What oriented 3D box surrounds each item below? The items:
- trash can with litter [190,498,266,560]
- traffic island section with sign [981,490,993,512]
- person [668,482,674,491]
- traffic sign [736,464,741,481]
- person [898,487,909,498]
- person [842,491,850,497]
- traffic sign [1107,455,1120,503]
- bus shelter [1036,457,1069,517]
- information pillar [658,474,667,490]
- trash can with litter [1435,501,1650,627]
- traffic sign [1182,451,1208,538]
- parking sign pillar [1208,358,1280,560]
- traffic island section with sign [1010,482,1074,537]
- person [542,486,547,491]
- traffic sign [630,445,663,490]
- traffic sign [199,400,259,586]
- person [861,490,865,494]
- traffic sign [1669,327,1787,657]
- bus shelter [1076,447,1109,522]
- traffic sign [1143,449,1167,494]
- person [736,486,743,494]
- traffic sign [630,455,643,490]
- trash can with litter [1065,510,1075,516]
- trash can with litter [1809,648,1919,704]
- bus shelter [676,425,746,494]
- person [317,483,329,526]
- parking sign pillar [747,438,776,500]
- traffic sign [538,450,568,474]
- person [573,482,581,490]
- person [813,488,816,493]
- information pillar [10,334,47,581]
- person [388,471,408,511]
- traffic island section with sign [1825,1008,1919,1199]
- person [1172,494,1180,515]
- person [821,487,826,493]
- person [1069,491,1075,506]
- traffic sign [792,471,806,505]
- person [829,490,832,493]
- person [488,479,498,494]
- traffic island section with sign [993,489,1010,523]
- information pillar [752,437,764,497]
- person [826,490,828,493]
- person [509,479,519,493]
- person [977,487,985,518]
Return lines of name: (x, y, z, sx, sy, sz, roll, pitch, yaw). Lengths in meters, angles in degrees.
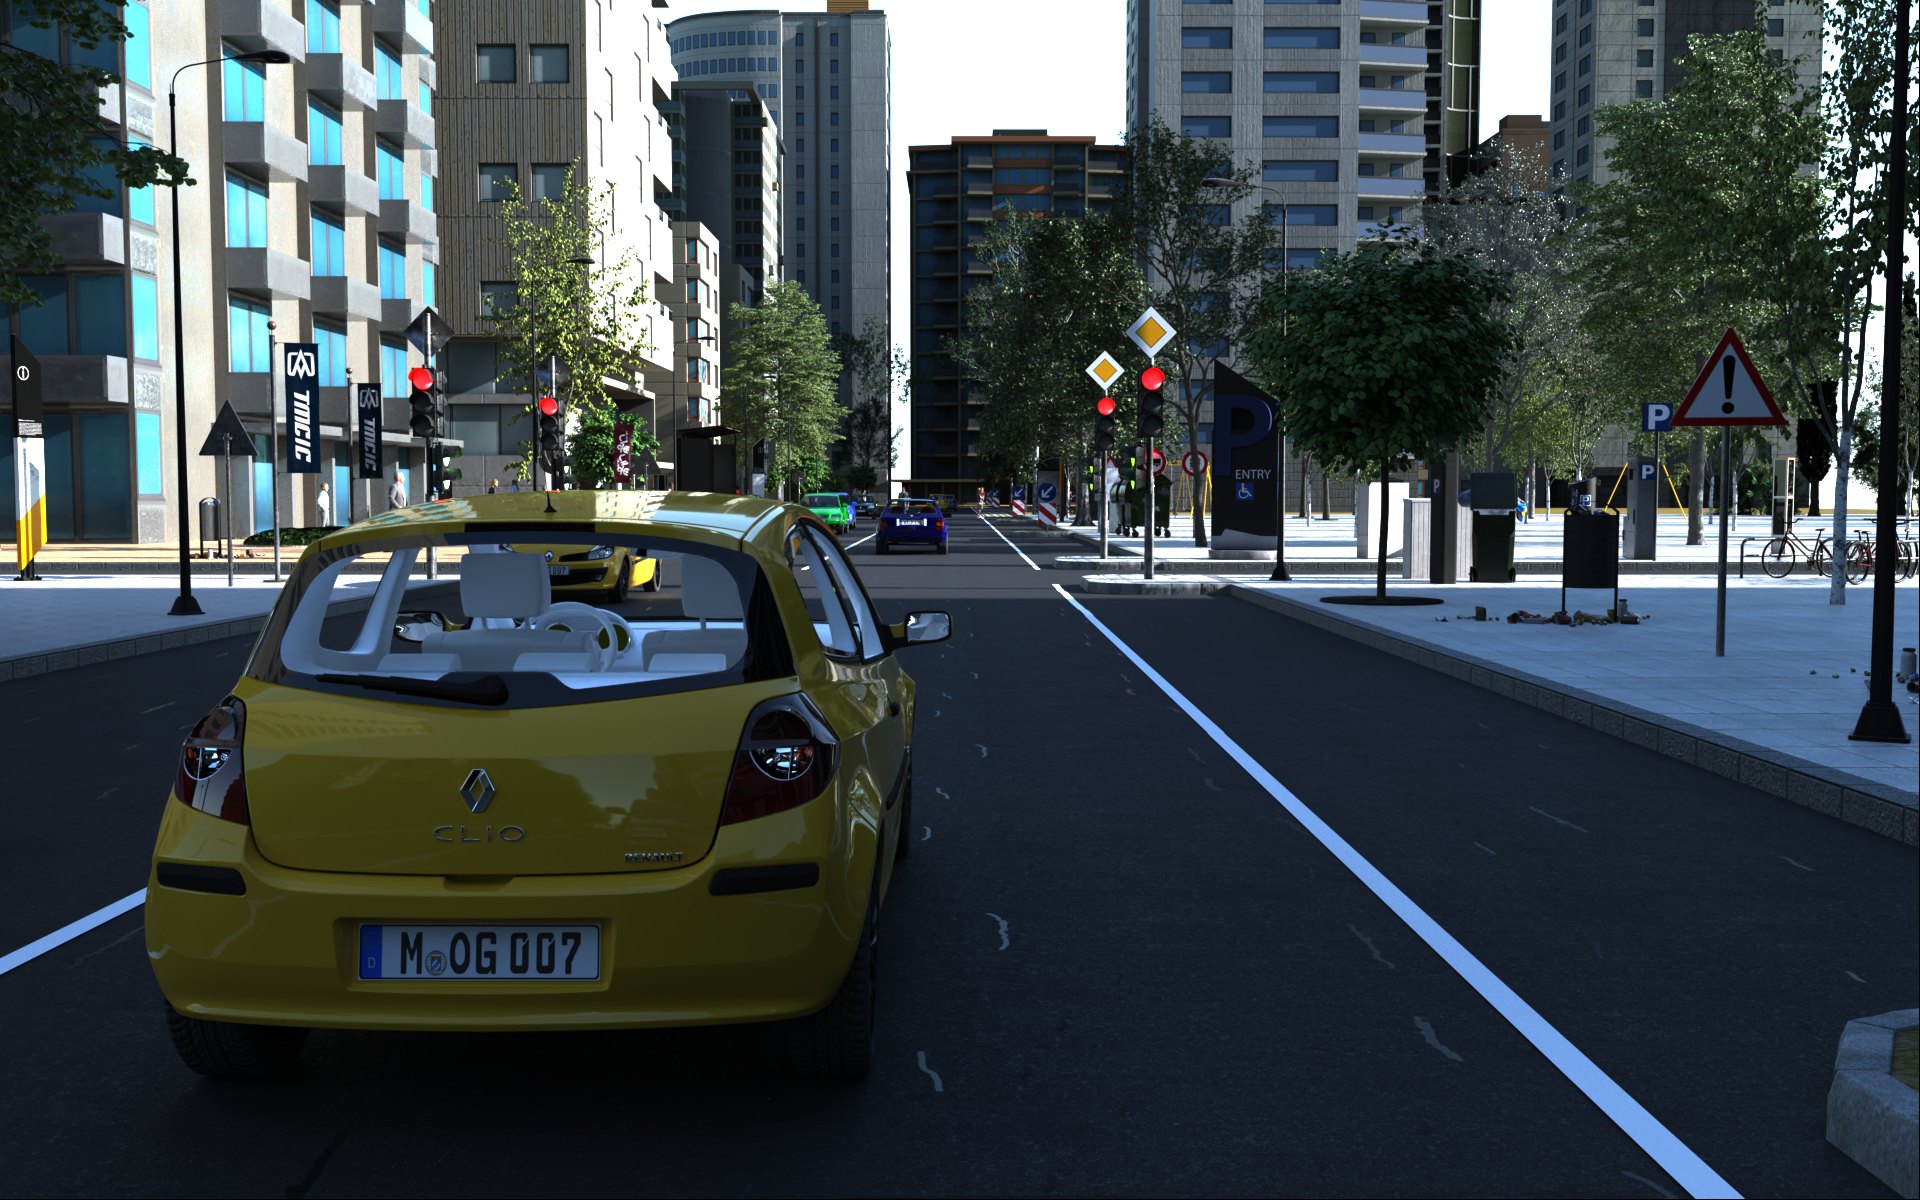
trash can with litter: (-14.795, -1.467, 35.035, 1.678, 1.210, 2.233, 1, 4, 18)
traffic island section with sign: (2.671, -7.794, 136.054, 1.989, 1.847, 2.006, 0, 3, 0)
person: (-13.475, -4.565, 80.682, 0.388, 1.821, 0.555, 1, 4, 21)
traffic sign: (-9.333, -4.332, 70.930, 0.768, 2.556, 0.104, 1, 4, 8)
person: (-3.009, -5.016, 90.616, 0.694, 1.812, 0.767, 0, 4, 3)
person: (-9.800, -8.588, 146.454, 1.348, 1.824, 0.705, -3, 4, -38)
traffic sign: (5.048, -3.562, 58.242, 0.884, 2.594, 0.081, 0, 4, 1)
bus shelter: (5.217, -6.348, 97.720, 2.014, 3.302, 5.546, 0, 3, 0)
information pillar: (-11.144, -3.697, 64.934, 0.304, 2.012, 0.304, 0, 4, 4)
trash can with litter: (5.939, -0.393, 17.490, 2.233, 1.210, 1.678, 1, 4, 10)
traffic sign: (6.819, -3.072, 50.329, 0.768, 2.556, 0.104, 0, 4, 5)
parking sign pillar: (5.635, -2.794, 34.155, 1.447, 3.967, 1.447, 1, 4, 15)
traffic island section with sign: (2.807, -3.061, 58.682, 1.989, 1.847, 2.006, 0, 3, 0)
person: (-16.290, -3.673, 67.914, 0.589, 1.601, 0.330, -3, 4, -38)
traffic sign: (-8.345, -2.818, 46.074, 0.884, 2.594, 0.081, 0, 4, 7)
traffic sign: (-10.134, -1.467, 23.996, 0.884, 2.594, 0.081, 1, 4, 9)
person: (-6.595, -6.803, 120.523, 0.721, 1.735, 1.217, 0, 4, 7)
traffic sign: (6.013, -0.833, 13.627, 0.884, 2.594, 0.081, 0, 4, 6)
bus shelter: (6.375, -6.305, 80.726, 2.179, 5.291, 8.768, 0, 4, 0)
traffic sign: (5.393, -2.960, 48.497, 0.768, 2.556, 0.104, 0, 4, 6)
person: (-14.480, -6.521, 112.605, 1.348, 1.831, 0.705, -3, 4, -37)
traffic sign: (-10.586, -3.431, 56.207, 0.768, 2.556, 0.104, 0, 4, 5)
trash can with litter: (6.313, -5.603, 102.999, 1.055, 1.170, 0.624, -3, 5, -43)
trash can with litter: (6.392, -0.009, 11.211, 1.678, 1.210, 2.233, 2, 4, 30)
bus shelter: (-8.857, -4.312, 61.788, 1.731, 3.624, 6.357, 0, 4, 0)
person: (-18.079, -2.533, 49.265, 0.330, 1.601, 0.589, 0, 4, 4)
parking sign pillar: (-9.461, -5.756, 82.582, 1.447, 3.967, 1.447, -1, 4, -16)
traffic sign: (-10.390, -2.700, 44.246, 0.768, 2.556, 0.104, 0, 4, 2)
person: (-15.625, -3.975, 71.314, 0.573, 1.790, 0.520, 1, 4, 22)
person: (-13.569, -9.594, 162.538, 0.705, 1.869, 1.348, 1, 4, 13)
information pillar: (-13.792, -2.097, 25.638, 0.183, 3.616, 0.504, 1, 4, 17)
person: (-12.281, -1.937, 38.112, 0.834, 1.777, 0.661, 0, 4, -5)
traffic island section with sign: (2.918, 0.321, 3.372, 1.989, 1.847, 2.006, 0, 3, 0)
person: (13.018, -5.756, 104.420, 0.475, 1.303, 0.640, -2, 4, -24)
person: (-10.720, -7.854, 134.546, 1.350, 1.814, 0.705, 3, 4, 38)
person: (12.211, -11.075, 190.101, 0.750, 1.759, 0.617, -2, 4, -25)
traffic sign: (-9.066, -5.959, 97.536, 0.768, 2.556, 0.104, 0, 4, 4)
person: (-13.496, -10.765, 182.054, 0.705, 1.824, 1.348, 3, 4, 37)
person: (-16.327, -3.324, 60.604, 0.699, 1.804, 1.509, -1, 4, -10)
traffic island section with sign: (2.760, -4.710, 85.637, 1.989, 1.847, 2.006, 0, 3, 0)
information pillar: (-8.208, -4.849, 70.639, 0.504, 3.616, 0.183, -1, 4, -21)
person: (-13.672, -10.409, 176.964, 0.721, 1.736, 1.217, -2, 4, -35)
person: (-15.405, -3.278, 59.901, 0.793, 1.790, 0.793, -2, 4, -30)
person: (1.219, -5.849, 104.100, 0.580, 1.828, 0.573, 2, 4, 27)
